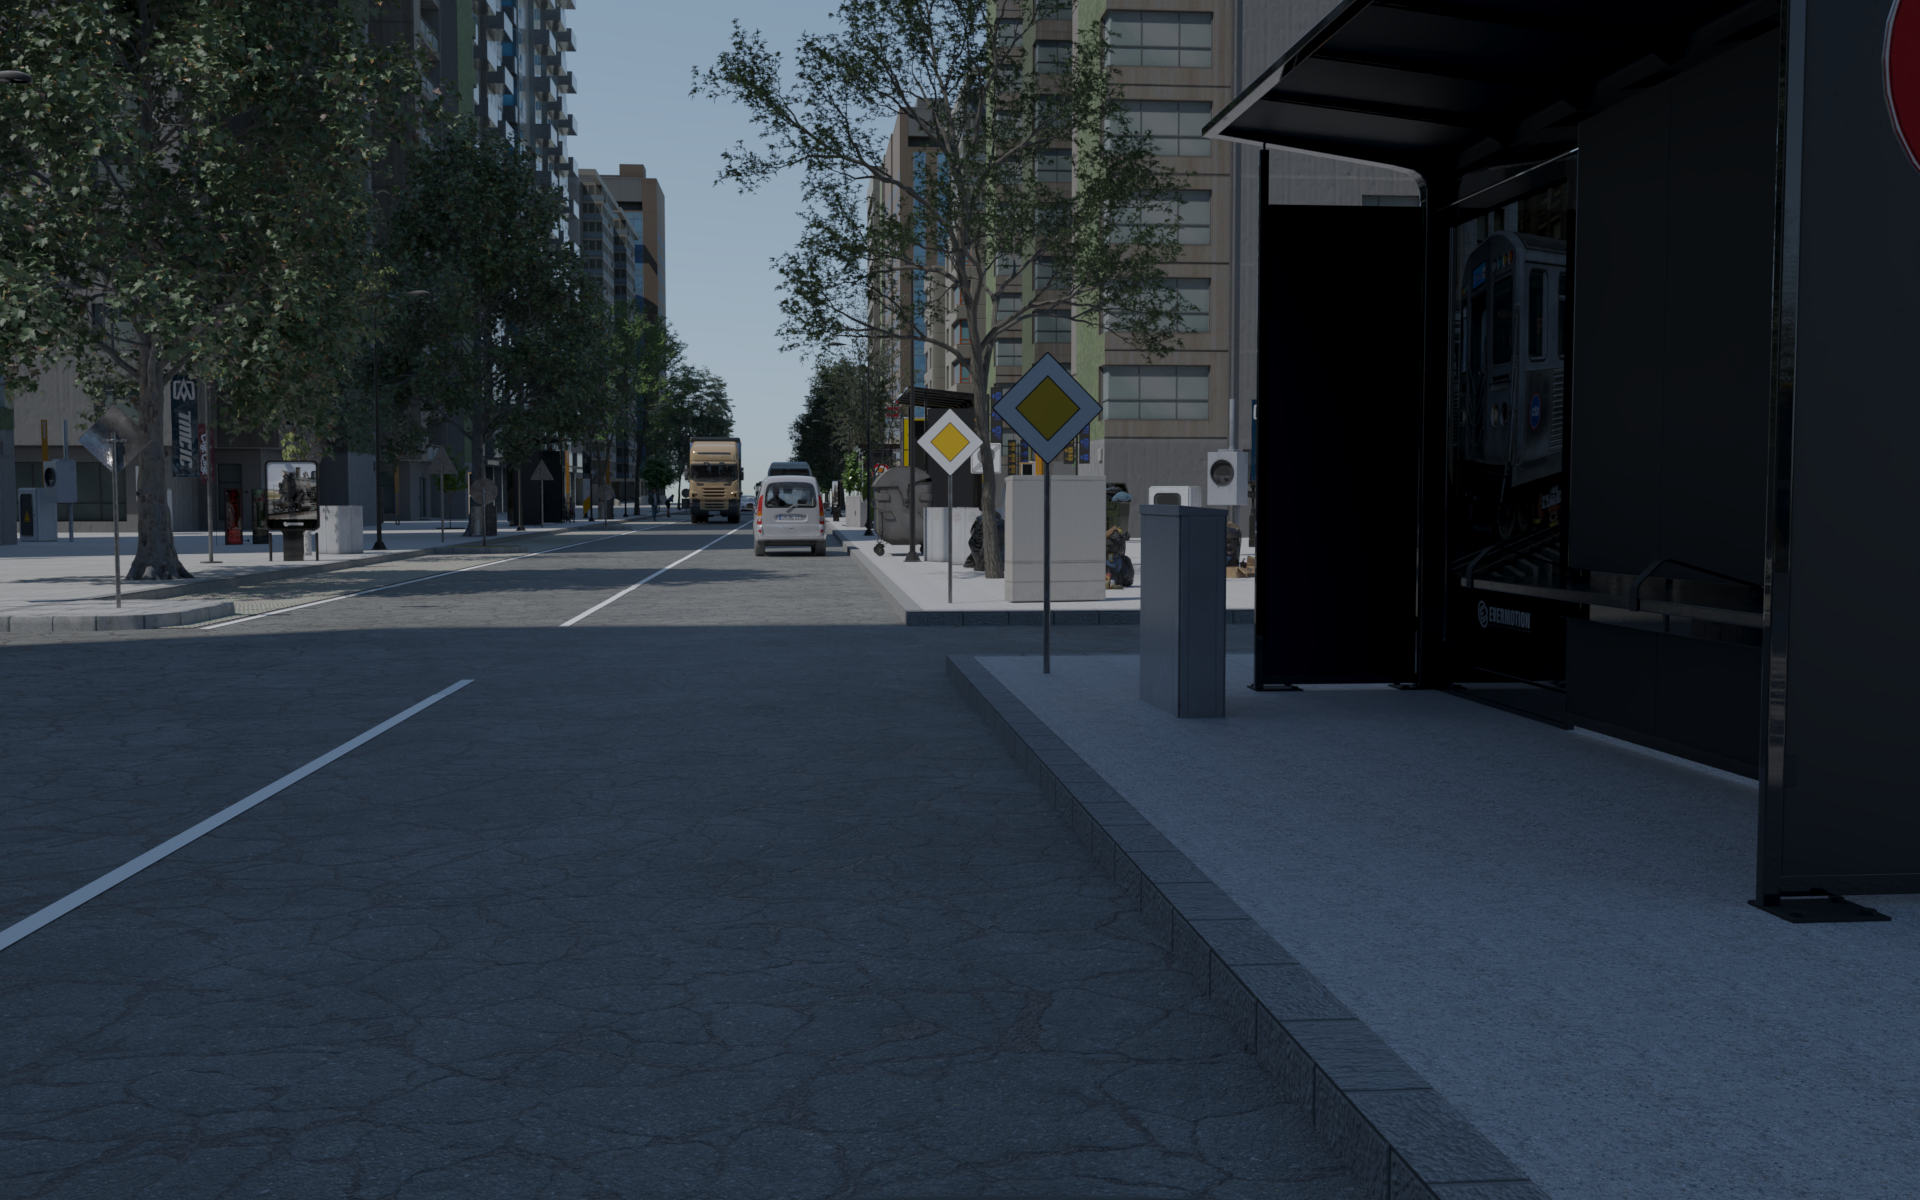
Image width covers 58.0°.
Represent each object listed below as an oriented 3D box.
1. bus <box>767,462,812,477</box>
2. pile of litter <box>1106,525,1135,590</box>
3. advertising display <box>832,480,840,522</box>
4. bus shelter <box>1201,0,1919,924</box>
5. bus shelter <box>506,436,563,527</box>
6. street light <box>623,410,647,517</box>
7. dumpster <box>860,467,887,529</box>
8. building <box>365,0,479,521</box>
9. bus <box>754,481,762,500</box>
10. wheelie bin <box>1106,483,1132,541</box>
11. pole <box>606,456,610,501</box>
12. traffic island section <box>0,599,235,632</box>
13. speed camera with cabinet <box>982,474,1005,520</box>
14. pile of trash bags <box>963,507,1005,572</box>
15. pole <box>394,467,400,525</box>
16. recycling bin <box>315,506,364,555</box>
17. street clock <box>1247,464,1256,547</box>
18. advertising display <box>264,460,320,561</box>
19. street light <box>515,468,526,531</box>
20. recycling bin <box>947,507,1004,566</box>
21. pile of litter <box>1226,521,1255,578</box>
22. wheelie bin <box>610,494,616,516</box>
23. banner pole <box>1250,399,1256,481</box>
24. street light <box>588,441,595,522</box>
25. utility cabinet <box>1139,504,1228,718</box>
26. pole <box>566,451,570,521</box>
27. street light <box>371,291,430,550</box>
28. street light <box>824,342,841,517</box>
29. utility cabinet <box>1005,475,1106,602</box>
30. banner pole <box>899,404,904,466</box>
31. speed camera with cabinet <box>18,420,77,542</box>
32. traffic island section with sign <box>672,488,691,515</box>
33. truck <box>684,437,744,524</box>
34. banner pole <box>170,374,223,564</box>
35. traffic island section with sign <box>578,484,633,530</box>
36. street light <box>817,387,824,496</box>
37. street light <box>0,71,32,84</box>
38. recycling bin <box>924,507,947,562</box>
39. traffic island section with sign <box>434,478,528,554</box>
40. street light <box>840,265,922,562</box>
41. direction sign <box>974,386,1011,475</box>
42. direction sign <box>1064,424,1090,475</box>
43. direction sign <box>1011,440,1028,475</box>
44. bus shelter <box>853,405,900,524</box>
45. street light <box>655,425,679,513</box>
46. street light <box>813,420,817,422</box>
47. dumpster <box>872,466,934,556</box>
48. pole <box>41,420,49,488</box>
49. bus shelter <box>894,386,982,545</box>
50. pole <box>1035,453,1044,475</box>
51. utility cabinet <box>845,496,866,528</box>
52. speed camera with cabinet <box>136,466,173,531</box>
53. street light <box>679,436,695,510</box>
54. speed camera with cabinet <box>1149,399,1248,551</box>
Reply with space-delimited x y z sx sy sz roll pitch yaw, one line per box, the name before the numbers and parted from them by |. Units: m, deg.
bus | -10.457 -6.785 105.787 2.948 3.499 13.247 0 4 -6
pile of litter | 1.809 -0.595 23.690 1.176 0.858 1.719 2 4 33
advertising display | -5.779 -4.620 80.744 0.123 1.923 0.974 -1 4 -20
bus shelter | 2.693 -1.039 8.264 1.731 3.624 6.357 0 4 -5
bus shelter | -17.355 -4.910 71.567 1.731 3.624 6.357 0 4 -5
street light | -18.039 -7.558 96.112 1.470 5.913 1.316 0 4 -5
dumpster | -2.890 -3.750 63.813 1.502 2.255 1.985 0 4 -5
building | -31.852 -24.494 84.072 14.154 41.232 14.086 0 4 -5
bus | -26.856 -14.953 239.341 2.948 3.499 13.247 0 4 -5
wheelie bin | 4.265 -2.414 47.372 0.980 1.594 0.693 3 4 36
pole | -18.712 -6.007 92.060 0.158 3.312 0.155 0 3 0
traffic island section | -9.497 0.170 19.506 2.009 0.180 2.903 0 4 -5
speed camera with cabinet | 1.248 -3.369 49.426 2.038 3.252 0.660 -1 4 -22
pile of trash bags | 1.106 -1.176 28.978 1.912 1.369 3.447 0 4 -5
pole | -23.337 -4.766 71.769 0.158 3.312 0.155 0 3 0
recycling bin | -13.327 -1.506 37.177 0.722 1.027 0.722 2 4 27
street clock | 7.073 -2.277 41.797 0.358 2.002 0.471 0 4 5
advertising display | -12.733 -1.703 33.054 0.974 1.923 0.123 0 4 -8
street light | -14.772 -5.365 60.258 1.470 5.913 1.316 0 4 -5
recycling bin | 0.308 -1.145 31.280 0.722 1.027 0.722 3 4 36
pile of litter | 4.299 -0.790 26.890 1.719 0.858 1.176 0 4 1
wheelie bin | -19.072 -5.247 93.691 0.980 1.594 0.693 1 4 8
banner pole | 7.133 -3.064 40.118 0.863 3.779 0.401 1 4 22
street light | -16.708 -6.630 80.940 1.470 5.913 1.316 0 4 -5
utility cabinet | 1.333 0.048 10.384 0.306 1.237 1.020 0 4 -7
pole | -18.688 -5.423 82.509 0.158 3.312 0.155 0 3 0
street light | -12.797 -4.105 39.656 1.470 5.913 1.316 0 4 -5
street light | -3.345 -4.926 53.085 1.470 5.913 1.316 0 4 -5
utility cabinet | 1.132 -0.730 20.619 1.173 1.500 0.318 -1 4 -17
banner pole | -1.614 -3.557 48.166 0.401 3.779 0.863 0 4 -6
speed camera with cabinet | -24.483 -3.186 46.432 2.038 3.252 0.660 2 4 35
traffic island section with sign | -18.650 -6.707 118.288 1.989 1.847 2.006 0 4 -5
truck | -12.336 -6.043 87.710 2.839 4.237 11.283 0 4 -7
banner pole | -14.095 -2.563 31.922 0.863 3.779 0.401 -2 4 -35
traffic island section with sign | -14.081 -3.689 68.950 1.989 1.847 2.006 0 4 -5
street light | -5.299 -6.239 74.543 1.470 5.913 1.316 0 4 -5
street light | -10.894 -2.850 19.134 1.470 5.913 1.316 0 4 -5
recycling bin | -0.218 -1.246 32.919 0.722 1.027 0.722 -2 4 -31
traffic island section with sign | -11.597 -2.048 42.109 1.989 1.847 2.006 0 4 -5
street light | -1.438 -3.671 32.562 1.470 5.913 1.316 0 4 -5
direction sign | 0.595 -2.742 36.826 0.379 3.537 0.876 -3 5 -42
direction sign | 3.022 -3.234 44.872 0.379 3.537 0.876 -3 5 -45
direction sign | 2.422 -4.906 72.202 0.876 3.537 0.379 -1 4 -11
bus shelter | -3.545 -6.025 76.145 2.179 5.291 8.768 0 4 -5
street light | -19.960 -8.828 116.871 1.470 5.913 1.316 0 4 -5
street light | -7.152 -7.494 95.071 1.470 5.913 1.316 0 4 -5
dumpster | -1.194 -1.871 36.349 1.264 1.857 1.865 0 4 -5
pole | -25.101 -3.285 47.561 0.158 3.312 0.155 0 3 0
bus shelter | -0.538 -3.030 40.820 1.731 3.624 6.357 0 4 -5
pole | 1.550 -2.407 33.199 0.158 3.312 0.155 0 3 0
utility cabinet | -4.025 -3.407 66.863 0.306 1.237 1.020 -3 4 -37
speed camera with cabinet | -25.665 -3.718 55.127 0.660 3.252 2.038 -1 4 -11
street light | -21.812 -10.115 137.916 1.470 5.913 1.316 0 4 -5
speed camera with cabinet | 4.987 -2.570 36.351 2.038 3.252 0.660 2 4 34
